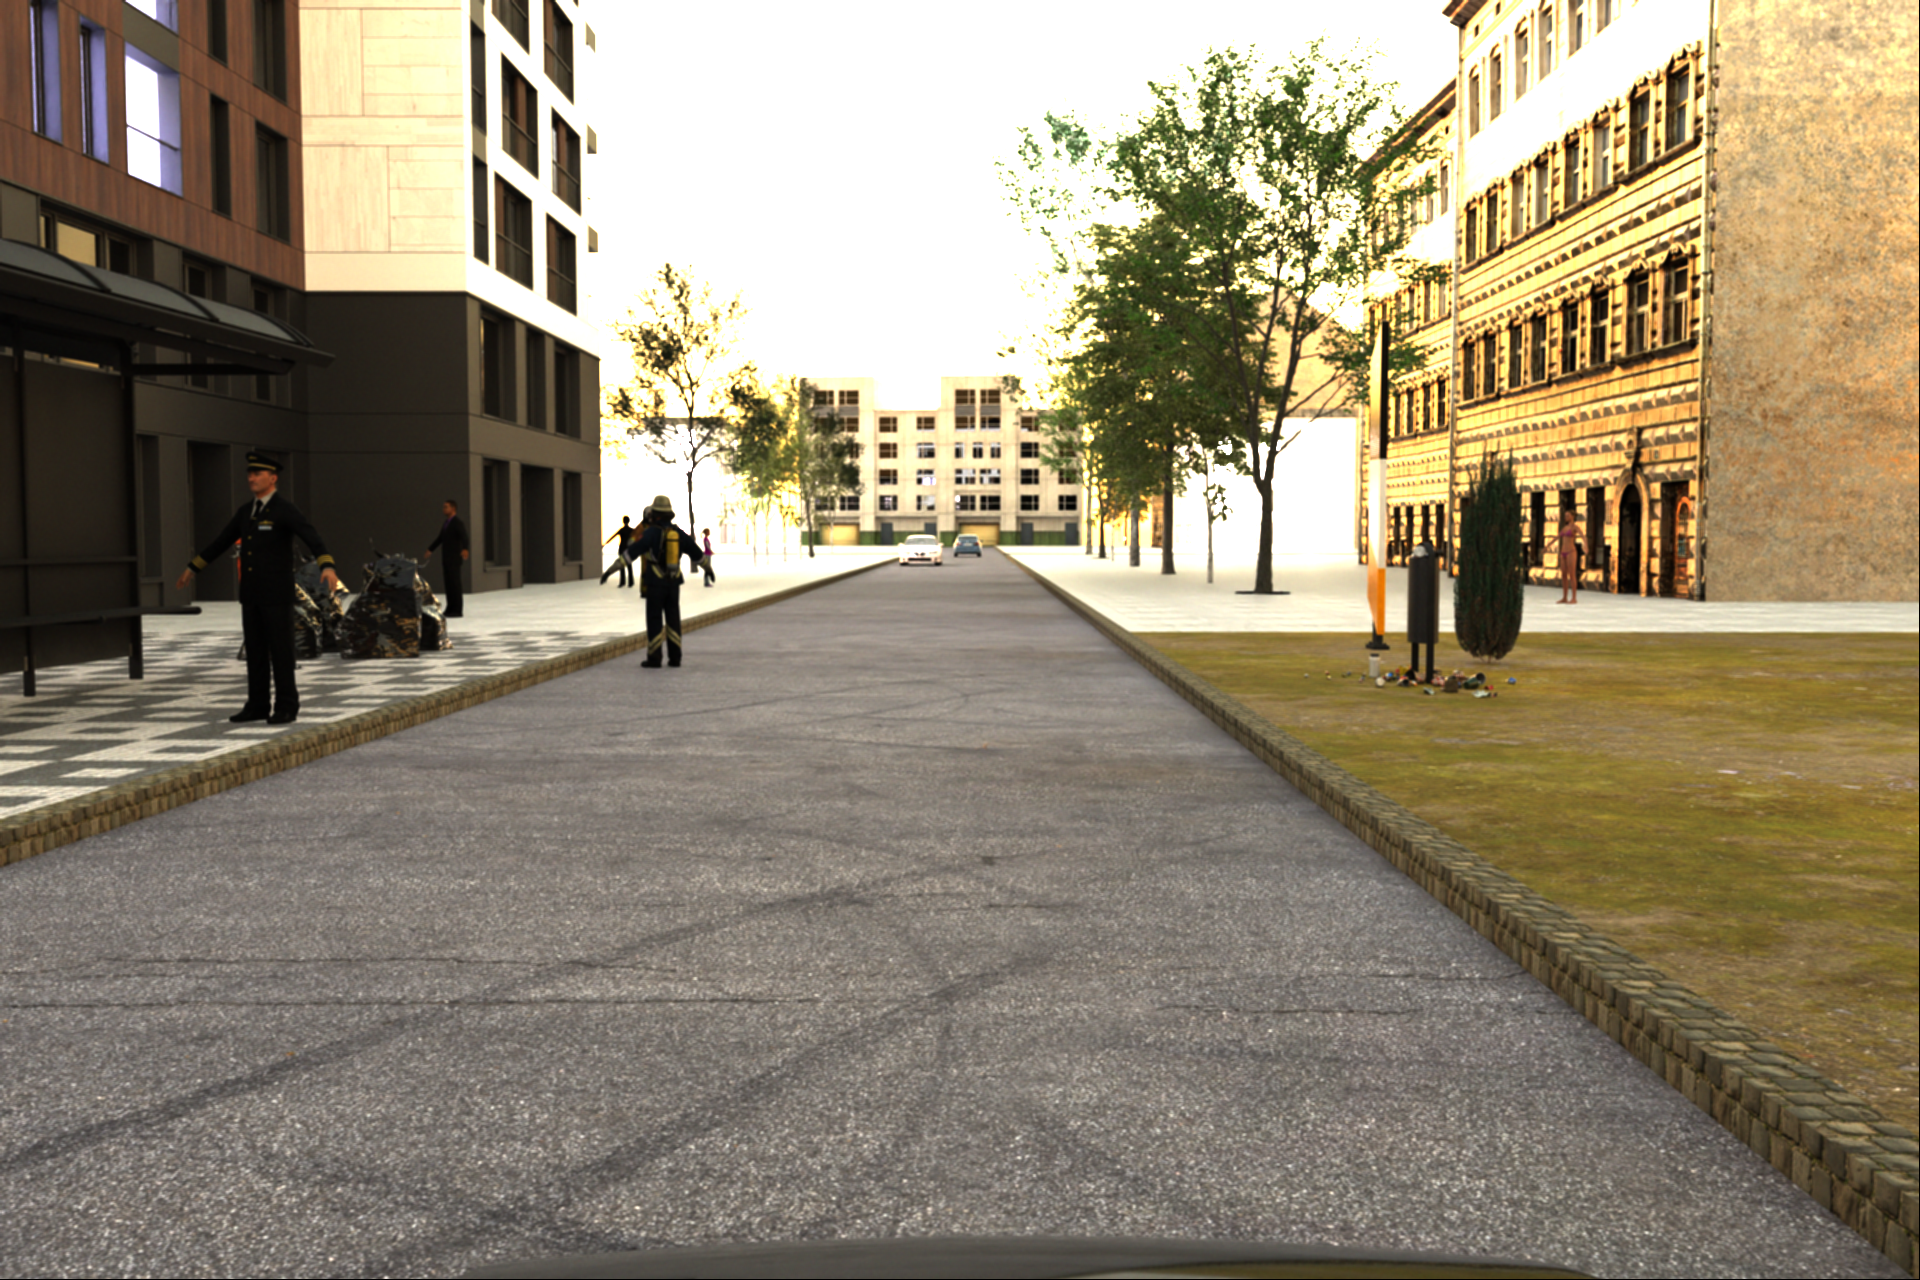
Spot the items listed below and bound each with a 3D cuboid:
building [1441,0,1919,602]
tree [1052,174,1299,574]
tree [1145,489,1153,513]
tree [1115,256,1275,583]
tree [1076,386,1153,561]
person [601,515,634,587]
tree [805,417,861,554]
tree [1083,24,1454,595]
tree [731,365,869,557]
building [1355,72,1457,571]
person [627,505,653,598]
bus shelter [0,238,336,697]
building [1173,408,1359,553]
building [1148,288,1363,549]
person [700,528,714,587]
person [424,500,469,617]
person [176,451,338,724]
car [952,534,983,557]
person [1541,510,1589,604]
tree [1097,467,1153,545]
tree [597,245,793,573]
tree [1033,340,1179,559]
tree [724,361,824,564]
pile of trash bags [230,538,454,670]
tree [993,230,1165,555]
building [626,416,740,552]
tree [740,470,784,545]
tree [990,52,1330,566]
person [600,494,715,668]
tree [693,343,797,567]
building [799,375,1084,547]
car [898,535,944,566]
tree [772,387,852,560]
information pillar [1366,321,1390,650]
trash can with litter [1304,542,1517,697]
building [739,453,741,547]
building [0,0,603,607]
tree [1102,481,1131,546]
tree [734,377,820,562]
[{"bbox_3d":[23.418,-12.844,40.932,19.493,23.208,18.063,0,4,1],"label":"building"},{"bbox_3d":[6.772,-8.357,54.772,7.486,12.596,7.792,0,3,0],"label":"tree"},{"bbox_3d":[23.236,-14.903,194.028,4.360,8.622,3.978,0,3,0],"label":"tree"},{"bbox_3d":[6.356,-5.796,45.121,4.737,8.622,4.395,0,3,0],"label":"tree"},{"bbox_3d":[7.239,-8.000,81.164,4.737,8.622,4.395,0,3,0],"label":"tree"},{"bbox_3d":[-8.096,-2.140,41.716,0.721,1.740,1.216,3,5,44],"label":"person"},{"bbox_3d":[-8.065,-9.686,108.724,4.360,8.622,3.978,0,3,0],"label":"tree"},{"bbox_3d":[6.467,-6.783,36.653,9.928,11.665,9.643,0,3,0],"label":"tree"},{"bbox_3d":[-8.444,-9.835,95.211,7.601,10.594,8.767,2,4,29],"label":"tree"},{"bbox_3d":[26.019,-14.204,63.157,19.493,23.208,18.063,0,4,0],"label":"building"},{"bbox_3d":[-6.234,-1.775,34.793,0.705,1.858,1.354,2,4,35],"label":"person"},{"bbox_3d":[-6.636,-1.152,12.756,2.014,3.302,5.546,0,4,2],"label":"bus shelter"},{"bbox_3d":[22.080,-11.476,129.775,9.099,9.664,28.070,0,4,0],"label":"building"},{"bbox_3d":[28.105,-20.201,161.213,19.493,23.208,18.063,0,4,0],"label":"building"},{"bbox_3d":[-6.102,-2.018,42.256,0.599,1.433,0.991,-1,4,-15],"label":"person"},{"bbox_3d":[-7.876,-1.256,26.756,0.704,1.802,1.346,-3,5,-42],"label":"person"},{"bbox_3d":[-4.745,-0.359,11.804,1.347,1.837,0.705,1,4,21],"label":"person"},{"bbox_3d":[0.474,-5.996,110.039,2.014,1.417,4.499,0,3,0],"label":"car"},{"bbox_3d":[11.178,-1.539,31.965,0.721,1.733,1.217,-1,4,-20],"label":"person"},{"bbox_3d":[19.601,-17.251,200.178,7.486,12.596,7.792,0,3,0],"label":"tree"},{"bbox_3d":[-9.123,-7.496,56.971,7.601,10.594,8.767,-2,4,-29],"label":"tree"},{"bbox_3d":[7.639,-10.122,91.249,9.928,11.665,9.643,0,3,0],"label":"tree"},{"bbox_3d":[-8.061,-7.491,72.835,4.737,8.622,4.395,0,3,0],"label":"tree"},{"bbox_3d":[-6.548,-0.494,17.830,1.912,1.369,3.447,0,4,1],"label":"pile of trash bags"},{"bbox_3d":[7.763,-15.389,107.506,12.611,20.169,13.585,0,3,0],"label":"tree"},{"bbox_3d":[-21.952,-11.960,137.699,9.099,9.664,28.070,0,4,0],"label":"building"},{"bbox_3d":[-23.568,-16.943,195.139,7.486,12.596,7.792,0,3,0],"label":"tree"},{"bbox_3d":[8.247,-12.939,67.435,12.611,20.169,13.585,0,3,0],"label":"tree"},{"bbox_3d":[-3.212,-0.638,18.666,1.354,1.856,0.705,-3,4,-36],"label":"person"},{"bbox_3d":[-7.816,-7.099,66.432,4.360,8.622,3.978,0,3,0],"label":"tree"},{"bbox_3d":[-1.546,-20.250,199.999,31.486,18.905,16.747,0,4,5],"label":"building"},{"bbox_3d":[-1.776,-4.128,79.859,2.083,1.381,4.827,0,4,1],"label":"car"},{"bbox_3d":[-8.180,-8.361,87.068,4.360,8.622,3.978,0,3,0],"label":"tree"},{"bbox_3d":[4.666,-1.711,19.328,0.183,3.616,0.504,0,4,0],"label":"information pillar"},{"bbox_3d":[3.913,-0.220,14.653,1.678,1.210,2.233,0,4,0],"label":"trash can with litter"},{"bbox_3d":[-25.442,-13.694,166.049,9.099,9.664,28.070,0,4,0],"label":"building"},{"bbox_3d":[-24.330,-11.627,34.073,27.936,21.610,32.646,0,4,0],"label":"building"},{"bbox_3d":[18.081,-14.862,193.360,4.360,8.622,3.978,0,3,0],"label":"tree"},{"bbox_3d":[-7.873,-7.892,79.391,4.360,8.622,3.978,0,3,0],"label":"tree"}]
